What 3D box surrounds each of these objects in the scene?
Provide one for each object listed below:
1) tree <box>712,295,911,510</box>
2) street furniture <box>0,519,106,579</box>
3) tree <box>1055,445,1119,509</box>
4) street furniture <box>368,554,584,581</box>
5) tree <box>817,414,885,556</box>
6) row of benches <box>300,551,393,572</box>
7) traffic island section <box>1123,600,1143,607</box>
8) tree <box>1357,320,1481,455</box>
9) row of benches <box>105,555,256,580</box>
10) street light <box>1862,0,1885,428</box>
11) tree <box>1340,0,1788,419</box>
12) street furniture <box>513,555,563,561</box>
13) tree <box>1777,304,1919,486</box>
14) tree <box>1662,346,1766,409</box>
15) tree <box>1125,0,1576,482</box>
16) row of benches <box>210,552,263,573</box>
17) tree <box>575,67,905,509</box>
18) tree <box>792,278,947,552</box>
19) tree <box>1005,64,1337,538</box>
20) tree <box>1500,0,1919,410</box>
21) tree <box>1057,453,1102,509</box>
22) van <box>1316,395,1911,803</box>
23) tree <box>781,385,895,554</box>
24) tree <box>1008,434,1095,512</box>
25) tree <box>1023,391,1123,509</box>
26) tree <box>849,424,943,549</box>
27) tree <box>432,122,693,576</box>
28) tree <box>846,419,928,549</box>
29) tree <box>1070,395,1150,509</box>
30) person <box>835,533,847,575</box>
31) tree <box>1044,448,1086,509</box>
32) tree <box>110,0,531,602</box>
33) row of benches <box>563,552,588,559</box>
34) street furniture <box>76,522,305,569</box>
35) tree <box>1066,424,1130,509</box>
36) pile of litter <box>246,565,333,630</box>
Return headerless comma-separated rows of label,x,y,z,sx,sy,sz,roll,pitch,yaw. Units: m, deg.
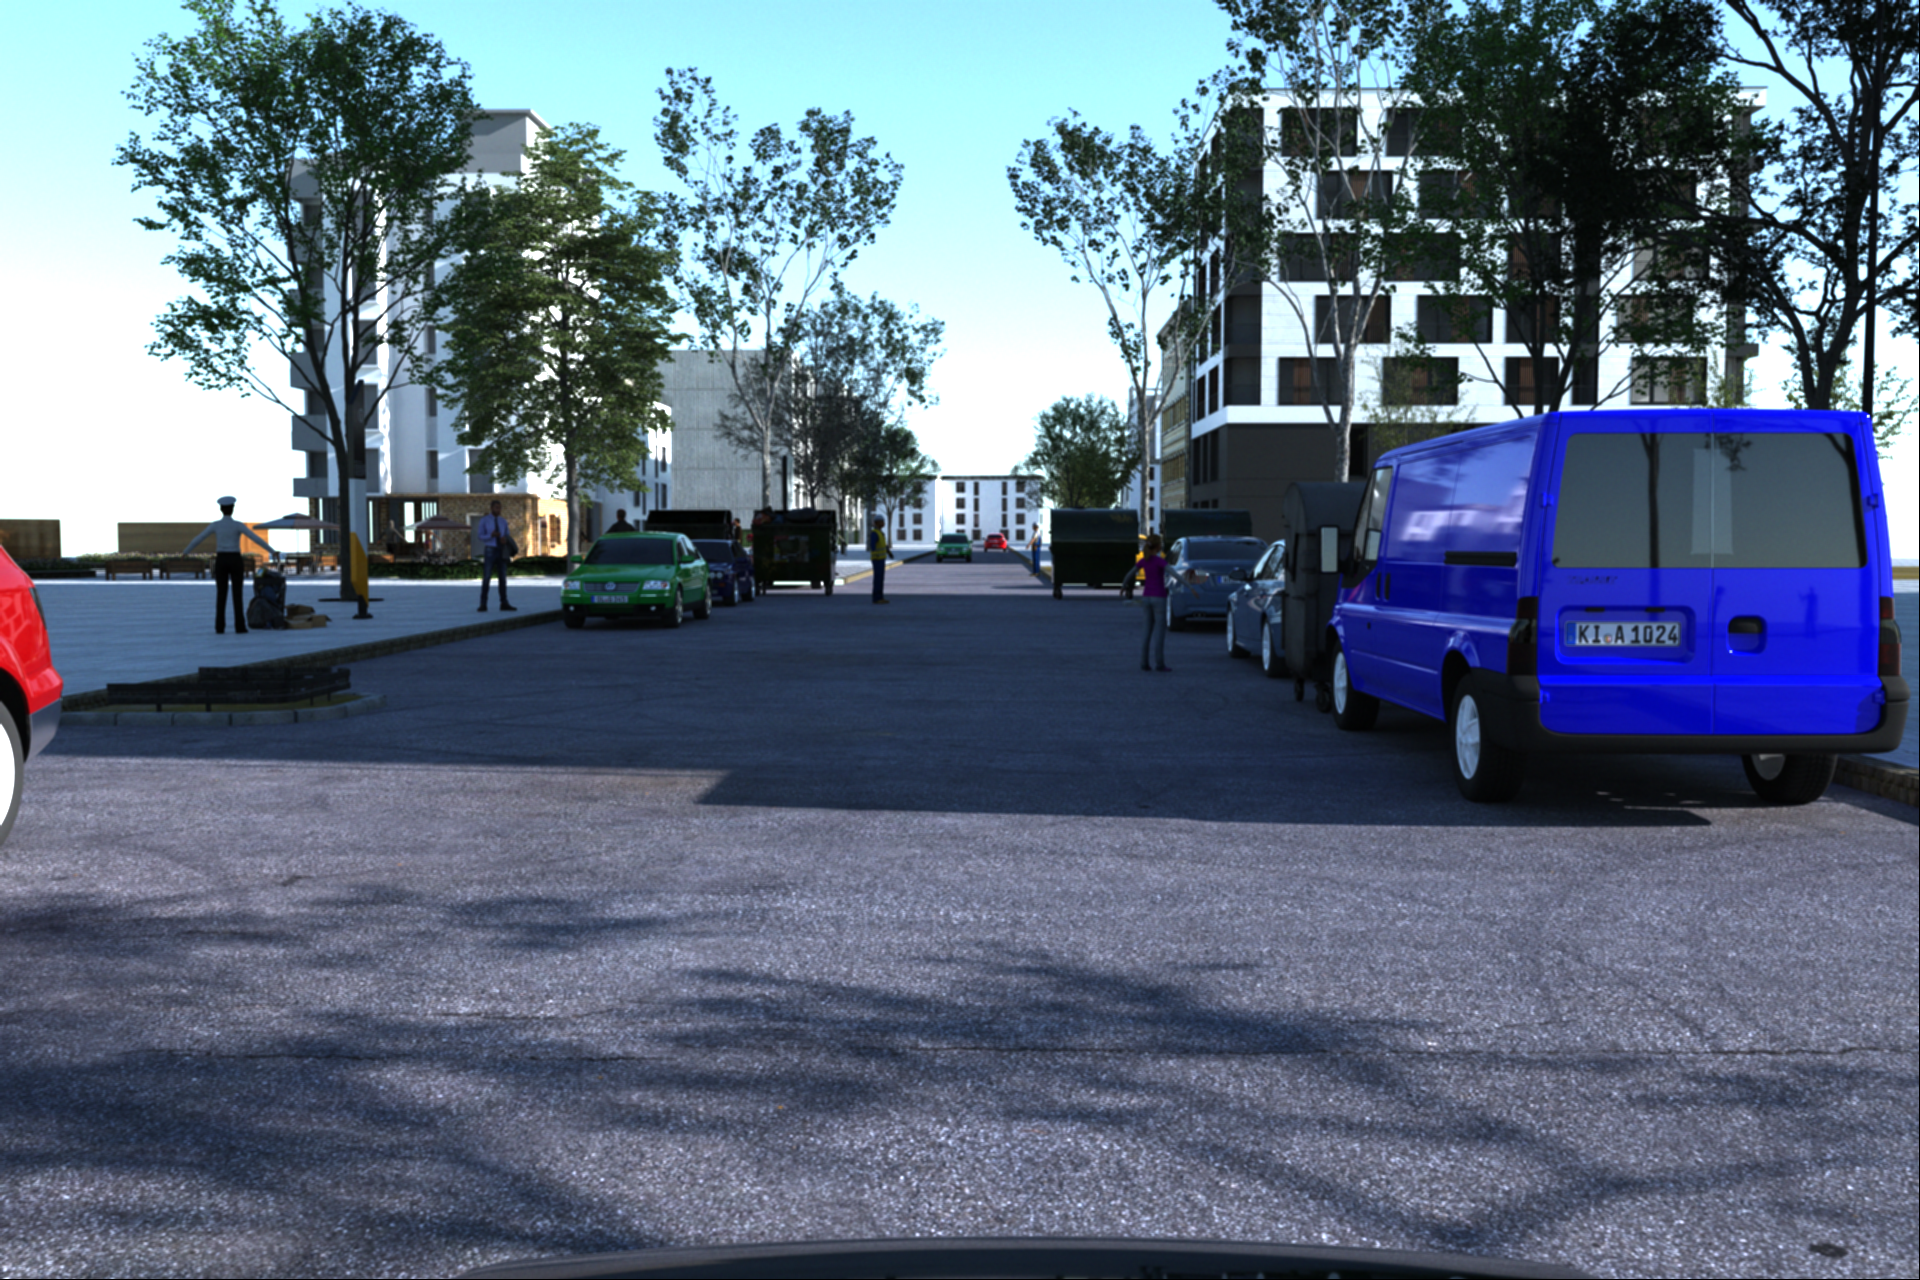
tree,-7.583,-10.961,89.585,12.009,13.543,11.850,0,3,0
street furniture,-29.703,-2.561,48.734,11.010,1.723,9.812,1,4,23
tree,17.737,-20.600,243.460,9.857,13.997,8.962,0,3,0
street furniture,-14.390,-2.272,52.767,5.734,0.657,10.072,1,4,18
tree,-6.891,-9.179,100.443,4.360,8.622,3.978,0,3,0
row of benches,-21.422,-2.773,60.809,1.422,0.672,4.104,1,4,23
traffic island section,4.292,-0.726,34.730,1.991,0.108,1.994,0,4,1
tree,15.275,-6.697,59.858,4.360,8.622,3.978,0,3,0
row of benches,-22.204,-2.091,49.645,4.104,0.672,1.422,-3,5,-42
street light,7.803,-2.524,13.805,1.470,5.913,1.316,0,4,0
tree,10.540,-6.443,31.105,9.928,11.665,9.643,0,3,0
street furniture,-12.461,-3.205,68.030,10.072,0.657,5.734,-1,4,-14
tree,27.828,-6.396,54.939,4.737,8.622,4.395,0,3,0
tree,29.142,-7.121,66.784,4.737,8.622,4.395,0,3,0
tree,11.086,-11.763,48.222,12.611,20.169,13.585,0,3,0
row of benches,-24.381,-2.632,58.492,1.422,0.672,4.104,0,4,-7
tree,-9.454,-13.226,72.132,12.611,20.169,13.585,0,3,0
tree,-6.938,-16.617,127.575,12.611,20.169,13.585,0,3,0
tree,8.829,-13.062,69.457,12.611,20.169,13.585,0,3,0
tree,9.563,-5.213,19.644,7.601,10.594,8.767,-2,4,-28
tree,9.462,-11.388,136.552,4.737,8.622,4.395,0,3,0
van,3.666,-0.398,10.886,2.240,2.365,5.245,0,4,0
tree,-7.732,-10.682,109.059,7.601,10.594,8.767,-1,4,-22
tree,8.789,-13.403,153.551,8.767,10.594,7.601,-1,4,-22
tree,8.304,-12.277,126.489,9.928,11.665,9.643,0,3,0
tree,-5.881,-12.814,143.917,8.767,10.594,7.601,-1,4,-17
tree,-11.067,-7.952,48.135,7.486,12.596,7.792,0,3,0
tree,-6.343,-13.975,154.244,9.928,11.665,9.643,0,3,0
tree,8.209,-8.651,91.809,4.737,8.622,4.395,0,3,0
person,-3.976,-2.933,53.739,0.705,1.856,1.354,-3,5,-40
tree,9.026,-11.936,145.518,4.360,8.622,3.978,0,3,0
tree,-11.762,-6.552,32.875,9.928,11.665,9.643,0,3,0
row of benches,-13.080,-2.832,61.761,1.422,0.672,4.104,1,4,12
street furniture,-30.397,-3.631,66.227,9.812,1.723,11.010,1,4,11
tree,9.018,-10.073,115.056,4.737,8.622,4.395,0,3,0
pile of litter,-9.286,-0.612,23.978,1.176,0.858,1.719,0,4,1
